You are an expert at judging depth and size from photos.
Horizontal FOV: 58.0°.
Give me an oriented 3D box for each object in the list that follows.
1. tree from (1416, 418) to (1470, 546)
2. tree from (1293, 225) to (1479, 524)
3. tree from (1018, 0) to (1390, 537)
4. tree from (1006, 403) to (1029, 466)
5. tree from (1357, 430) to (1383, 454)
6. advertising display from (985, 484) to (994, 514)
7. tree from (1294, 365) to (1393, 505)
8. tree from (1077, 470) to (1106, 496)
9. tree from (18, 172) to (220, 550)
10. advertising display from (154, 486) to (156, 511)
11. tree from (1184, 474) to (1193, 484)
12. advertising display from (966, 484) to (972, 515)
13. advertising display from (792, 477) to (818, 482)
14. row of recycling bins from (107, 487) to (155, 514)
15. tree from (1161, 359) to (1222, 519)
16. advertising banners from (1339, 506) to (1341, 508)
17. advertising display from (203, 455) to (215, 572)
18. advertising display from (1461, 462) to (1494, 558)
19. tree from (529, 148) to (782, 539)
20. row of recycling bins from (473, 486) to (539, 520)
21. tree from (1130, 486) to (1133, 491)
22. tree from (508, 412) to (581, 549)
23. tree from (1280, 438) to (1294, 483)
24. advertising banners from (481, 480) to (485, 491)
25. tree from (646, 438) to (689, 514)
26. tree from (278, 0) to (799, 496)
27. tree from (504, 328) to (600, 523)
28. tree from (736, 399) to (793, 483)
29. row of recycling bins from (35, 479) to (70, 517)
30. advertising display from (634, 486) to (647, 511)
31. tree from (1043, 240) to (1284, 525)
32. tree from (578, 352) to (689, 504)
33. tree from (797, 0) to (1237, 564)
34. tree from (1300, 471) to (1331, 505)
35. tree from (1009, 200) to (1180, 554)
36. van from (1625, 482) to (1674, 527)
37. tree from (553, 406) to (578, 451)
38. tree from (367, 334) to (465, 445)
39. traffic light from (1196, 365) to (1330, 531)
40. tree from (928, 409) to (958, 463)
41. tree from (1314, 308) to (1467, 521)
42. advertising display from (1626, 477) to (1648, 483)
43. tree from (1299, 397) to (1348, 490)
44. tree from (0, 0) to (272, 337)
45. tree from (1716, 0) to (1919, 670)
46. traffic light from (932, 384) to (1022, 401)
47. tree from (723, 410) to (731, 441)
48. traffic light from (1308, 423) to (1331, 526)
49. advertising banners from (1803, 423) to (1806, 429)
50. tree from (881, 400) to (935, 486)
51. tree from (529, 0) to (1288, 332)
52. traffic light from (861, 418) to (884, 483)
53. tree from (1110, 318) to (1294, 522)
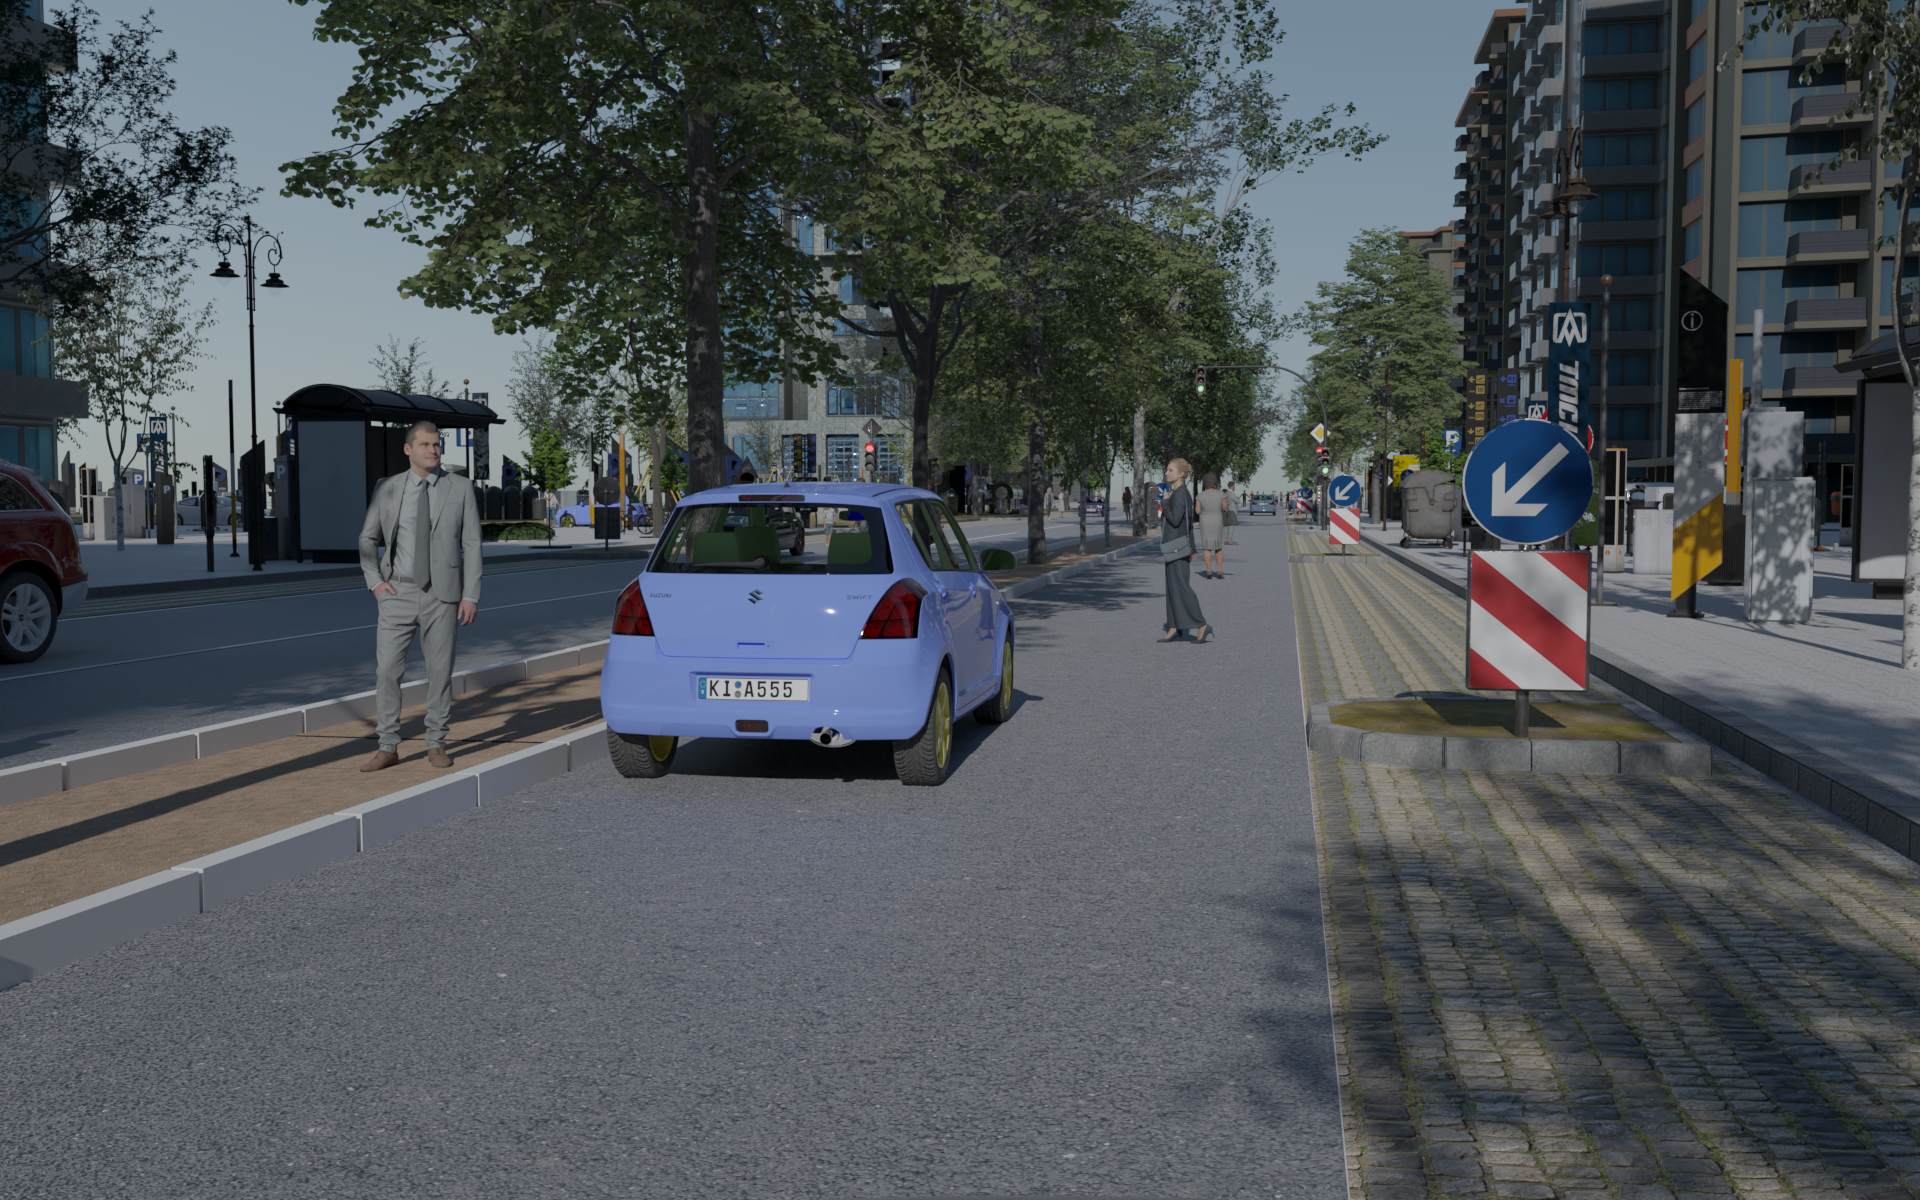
[{"bbox_3d":[11.891,-2.977,43.269,1.663,3.219,1.824,0,3,0],"label":"tree"},{"bbox_3d":[18.163,-9.509,73.594,7.486,12.596,7.792,0,3,0],"label":"tree"},{"bbox_3d":[7.024,-12.110,56.351,12.611,20.169,13.585,0,3,0],"label":"tree"},{"bbox_3d":[8.429,-13.539,138.362,9.611,12.733,9.660,0,3,0],"label":"tree"},{"bbox_3d":[32.086,-14.808,152.480,12.009,13.543,11.850,0,3,0],"label":"tree"},{"bbox_3d":[2.027,-6.603,113.167,0.974,1.923,0.123,0,4,1],"label":"advertising display"},{"bbox_3d":[29.570,-12.654,132.646,9.928,11.665,9.643,0,3,0],"label":"tree"},{"bbox_3d":[12.131,-10.703,158.705,4.285,4.588,4.351,0,3,0],"label":"tree"},{"bbox_3d":[-19.054,-5.431,39.161,4.360,8.622,3.978,0,3,0],"label":"tree"},{"bbox_3d":[-62.258,-7.855,133.634,0.123,1.923,0.974,0,4,8],"label":"advertising display"},{"bbox_3d":[39.384,-22.474,301.858,7.601,10.594,8.767,0,4,-8],"label":"tree"},{"bbox_3d":[0.571,-6.254,107.460,0.123,1.923,0.974,1,4,18],"label":"advertising display"},{"bbox_3d":[-5.833,-3.667,65.174,0.974,1.923,0.123,0,4,-7],"label":"advertising display"},{"bbox_3d":[-50.187,-5.972,104.757,1.069,1.692,3.534,1,4,13],"label":"row of recycling bins"},{"bbox_3d":[10.641,-7.911,82.168,4.360,8.622,3.978,0,3,0],"label":"tree"},{"bbox_3d":[23.436,-6.751,106.560,0.090,3.025,2.074,1,4,17],"label":"advertising banners"},{"bbox_3d":[-12.501,-1.444,28.829,0.123,1.923,0.974,-2,4,-25],"label":"advertising display"},{"bbox_3d":[10.363,-1.795,34.570,0.123,1.923,0.974,-1,4,-22],"label":"advertising display"},{"bbox_3d":[-8.830,-7.621,50.362,9.928,11.665,9.643,0,3,0],"label":"tree"},{"bbox_3d":[-22.937,-4.886,86.994,3.534,1.692,1.069,-2,4,-26],"label":"row of recycling bins"},{"bbox_3d":[21.238,-12.988,206.954,1.663,3.219,1.824,0,3,0],"label":"tree"},{"bbox_3d":[-9.841,-2.832,40.901,1.663,3.219,1.824,0,3,0],"label":"tree"},{"bbox_3d":[57.336,-22.707,289.393,7.486,12.596,7.792,0,3,0],"label":"tree"},{"bbox_3d":[-41.897,-9.440,150.527,0.090,3.025,2.074,2,4,30],"label":"advertising banners"},{"bbox_3d":[-9.904,-3.912,58.562,1.663,3.219,1.824,0,3,0],"label":"tree"},{"bbox_3d":[-2.196,-5.745,14.516,7.486,12.596,7.792,0,3,0],"label":"tree"},{"bbox_3d":[-18.392,-7.783,77.620,4.360,8.622,3.978,0,3,0],"label":"tree"},{"bbox_3d":[-15.274,-11.304,135.176,4.360,8.622,3.978,0,3,0],"label":"tree"},{"bbox_3d":[-24.534,-2.335,45.295,1.069,1.692,3.534,0,4,2],"label":"row of recycling bins"},{"bbox_3d":[-24.398,-7.768,132.223,0.974,1.923,0.123,1,4,14],"label":"advertising display"},{"bbox_3d":[9.040,-9.522,75.147,9.611,12.733,9.660,0,3,0],"label":"tree"},{"bbox_3d":[-15.984,-8.413,87.912,4.737,8.622,4.395,0,3,0],"label":"tree"},{"bbox_3d":[1.604,-6.976,34.646,7.486,12.596,7.792,0,3,0],"label":"tree"},{"bbox_3d":[54.304,-17.454,269.078,4.285,4.588,4.351,0,3,0],"label":"tree"},{"bbox_3d":[2.904,-5.383,40.830,4.737,8.622,4.395,0,3,0],"label":"tree"},{"bbox_3d":[23.680,-3.384,62.333,4.112,2.044,2.013,1,4,12],"label":"van"},{"bbox_3d":[-20.799,-9.095,99.061,4.737,8.622,4.395,0,3,0],"label":"tree"},{"bbox_3d":[-25.269,-7.932,80.049,4.737,8.622,4.395,0,3,0],"label":"tree"},{"bbox_3d":[10.725,-5.286,61.098,4.771,5.953,1.251,1,4,11],"label":"traffic light"},{"bbox_3d":[-1.494,-11.740,142.318,4.360,8.622,3.978,0,3,0],"label":"tree"},{"bbox_3d":[20.489,-9.057,82.496,7.601,10.594,8.767,0,3,0],"label":"tree"},{"bbox_3d":[26.033,-3.771,66.877,0.974,1.923,0.123,2,4,25],"label":"advertising display"},{"bbox_3d":[26.803,-10.749,126.103,4.360,8.622,3.978,0,3,0],"label":"tree"},{"bbox_3d":[-13.504,-5.390,22.541,8.767,10.594,7.601,-2,4,-33],"label":"tree"},{"bbox_3d":[7.217,-3.792,12.357,4.360,8.622,3.978,0,3,0],"label":"tree"},{"bbox_3d":[0.294,-5.911,71.319,4.771,5.953,1.251,1,4,11],"label":"traffic light"},{"bbox_3d":[-15.486,-9.090,98.984,4.737,8.622,4.395,0,3,0],"label":"tree"},{"bbox_3d":[14.261,-4.880,68.706,0.839,4.253,0.868,1,4,11],"label":"traffic light"},{"bbox_3d":[19.658,-2.836,42.552,2.074,3.025,0.090,0,4,8],"label":"advertising banners"},{"bbox_3d":[-3.609,-11.071,131.372,4.737,8.622,4.395,0,3,0],"label":"tree"},{"bbox_3d":[-0.571,-6.862,25.023,12.009,13.543,11.850,0,3,0],"label":"tree"},{"bbox_3d":[-3.241,-4.581,63.817,0.839,4.253,0.868,1,4,11],"label":"traffic light"},{"bbox_3d":[12.192,-9.883,89.798,9.928,11.665,9.643,0,3,0],"label":"tree"}]
